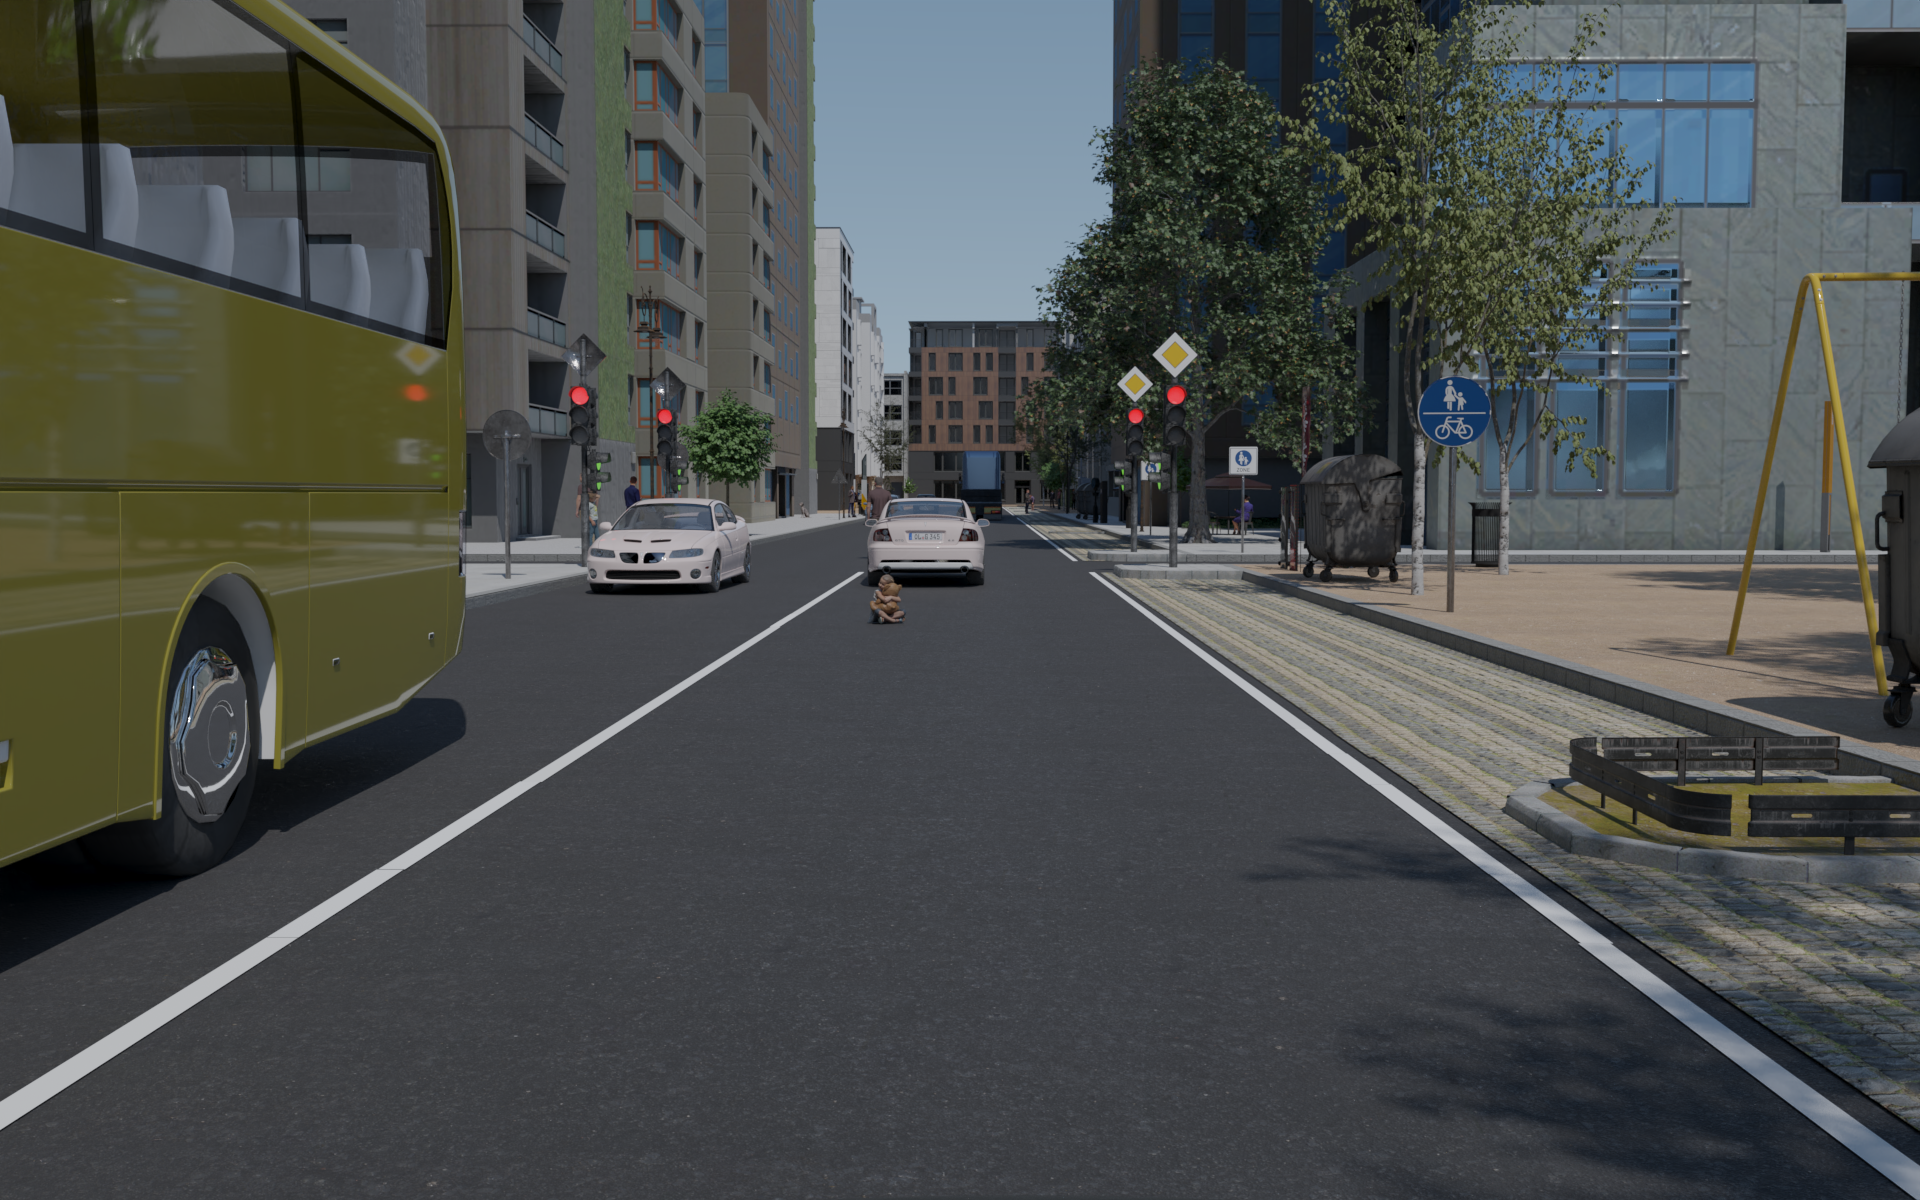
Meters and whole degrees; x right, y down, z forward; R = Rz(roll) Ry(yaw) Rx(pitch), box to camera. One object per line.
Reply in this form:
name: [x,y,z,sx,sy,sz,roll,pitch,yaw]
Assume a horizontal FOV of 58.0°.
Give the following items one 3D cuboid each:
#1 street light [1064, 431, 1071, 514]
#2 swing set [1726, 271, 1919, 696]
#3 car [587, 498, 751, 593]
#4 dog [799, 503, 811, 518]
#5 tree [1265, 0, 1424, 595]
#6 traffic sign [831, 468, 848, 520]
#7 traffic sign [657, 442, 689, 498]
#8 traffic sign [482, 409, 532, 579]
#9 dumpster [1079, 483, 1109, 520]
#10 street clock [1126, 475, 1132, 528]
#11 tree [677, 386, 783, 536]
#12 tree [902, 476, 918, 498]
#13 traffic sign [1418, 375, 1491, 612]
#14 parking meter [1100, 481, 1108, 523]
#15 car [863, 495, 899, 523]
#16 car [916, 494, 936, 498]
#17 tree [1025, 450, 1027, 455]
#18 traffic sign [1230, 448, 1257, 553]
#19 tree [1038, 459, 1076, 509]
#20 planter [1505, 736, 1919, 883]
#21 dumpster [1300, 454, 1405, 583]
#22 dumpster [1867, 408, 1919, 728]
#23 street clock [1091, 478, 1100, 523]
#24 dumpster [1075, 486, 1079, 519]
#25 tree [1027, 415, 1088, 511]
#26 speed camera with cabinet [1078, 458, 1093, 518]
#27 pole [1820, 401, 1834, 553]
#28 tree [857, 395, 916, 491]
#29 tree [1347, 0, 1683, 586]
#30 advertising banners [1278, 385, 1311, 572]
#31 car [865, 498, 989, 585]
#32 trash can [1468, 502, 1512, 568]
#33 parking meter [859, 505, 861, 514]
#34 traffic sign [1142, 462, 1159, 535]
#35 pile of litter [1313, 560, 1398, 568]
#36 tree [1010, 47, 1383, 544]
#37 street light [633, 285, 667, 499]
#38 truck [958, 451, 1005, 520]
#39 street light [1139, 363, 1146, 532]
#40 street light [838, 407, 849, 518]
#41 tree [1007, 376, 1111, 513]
street light: [6.966,-8.527,112.210,0.468,5.910,1.993,0,4,1]
swing set: [7.300,-0.894,12.230,3.119,2.851,2.862,0,4,5]
car: [-4.389,-0.876,26.690,2.083,1.381,4.827,0,4,2]
dog: [-8.282,-4.850,93.670,0.800,0.831,0.513,0,4,5]
tree: [6.043,-4.363,21.690,4.737,8.622,4.395,0,3,0]
traffic sign: [-5.994,-5.257,85.953,0.884,2.594,0.081,0,4,6]
traffic sign: [-6.865,-2.526,41.410,0.768,2.556,0.104,0,4,4]
traffic sign: [-6.834,-1.591,26.121,0.768,2.556,0.104,0,4,7]
dumpster: [6.777,-4.945,86.602,1.264,1.857,1.865,0,4,1]
street clock: [6.319,-3.673,64.625,0.471,2.002,0.358,-2,4,-34]
tree: [-6.991,-4.223,52.755,4.285,4.588,4.351,0,3,0]
tree: [-5.349,-11.152,176.932,1.663,3.219,1.824,0,3,0]
traffic sign: [5.320,-1.138,18.718,0.768,2.556,0.104,1,4,8]
parking meter: [6.337,-4.316,76.282,0.255,1.863,0.399,-1,4,-10]
car: [-3.572,-4.293,82.186,2.014,1.417,4.499,0,4,-1]
car: [-2.303,-6.564,117.113,2.009,1.686,4.222,0,4,-1]
tree: [9.123,-14.602,189.105,4.737,8.622,4.395,0,3,0]
traffic sign: [6.158,-2.176,37.699,0.606,2.300,0.079,0,4,6]
tree: [8.481,-10.214,150.715,4.285,4.588,4.351,0,3,0]
planter: [3.419,0.845,7.316,1.991,0.319,1.994,0,4,1]
dumpster: [5.837,-1.225,25.782,1.264,1.857,1.865,0,4,1]
dumpster: [5.650,-0.183,8.756,1.264,1.857,1.865,0,4,1]
street clock: [6.032,-4.435,77.080,0.358,2.002,0.471,-1,4,-18]
dumpster: [6.593,-5.099,89.121,1.264,1.857,1.865,0,4,1]
tree: [7.777,-10.961,129.570,4.737,8.622,4.395,0,3,0]
speed camera with cabinet: [6.953,-6.105,94.156,0.660,3.252,2.038,-1,4,-12]
pole: [19.024,-2.700,37.985,0.158,3.312,0.155,0,3,0]
tree: [-5.563,-10.977,129.837,4.360,8.622,3.978,0,3,0]
tree: [8.650,-4.687,26.993,4.737,8.622,4.395,0,3,0]
advertising banners: [5.590,-2.004,28.957,0.090,3.025,2.074,0,4,-1]
car: [-0.544,-0.993,28.590,2.083,1.381,4.827,0,4,-1]
trash can: [9.286,-1.145,30.374,0.748,1.137,0.748,0,3,0]
parking meter: [-6.233,-6.368,109.833,0.399,1.863,0.255,3,5,43]
traffic sign: [5.919,-3.157,53.750,0.606,2.300,0.079,1,4,10]
pile of litter: [6.900,-1.011,30.498,1.719,0.858,1.176,0,4,1]
tree: [6.109,-7.822,44.901,9.611,12.733,9.660,0,3,0]
street light: [-6.862,-4.021,38.524,0.468,5.910,1.993,0,4,1]
truck: [1.236,-6.926,102.999,2.967,4.110,18.799,0,4,1]
street light: [6.181,-5.255,58.711,0.468,5.910,1.993,0,4,1]
street light: [-6.163,-7.276,91.746,0.468,5.910,1.993,0,4,1]
tree: [7.360,-11.261,118.525,8.767,10.594,7.601,0,4,4]
